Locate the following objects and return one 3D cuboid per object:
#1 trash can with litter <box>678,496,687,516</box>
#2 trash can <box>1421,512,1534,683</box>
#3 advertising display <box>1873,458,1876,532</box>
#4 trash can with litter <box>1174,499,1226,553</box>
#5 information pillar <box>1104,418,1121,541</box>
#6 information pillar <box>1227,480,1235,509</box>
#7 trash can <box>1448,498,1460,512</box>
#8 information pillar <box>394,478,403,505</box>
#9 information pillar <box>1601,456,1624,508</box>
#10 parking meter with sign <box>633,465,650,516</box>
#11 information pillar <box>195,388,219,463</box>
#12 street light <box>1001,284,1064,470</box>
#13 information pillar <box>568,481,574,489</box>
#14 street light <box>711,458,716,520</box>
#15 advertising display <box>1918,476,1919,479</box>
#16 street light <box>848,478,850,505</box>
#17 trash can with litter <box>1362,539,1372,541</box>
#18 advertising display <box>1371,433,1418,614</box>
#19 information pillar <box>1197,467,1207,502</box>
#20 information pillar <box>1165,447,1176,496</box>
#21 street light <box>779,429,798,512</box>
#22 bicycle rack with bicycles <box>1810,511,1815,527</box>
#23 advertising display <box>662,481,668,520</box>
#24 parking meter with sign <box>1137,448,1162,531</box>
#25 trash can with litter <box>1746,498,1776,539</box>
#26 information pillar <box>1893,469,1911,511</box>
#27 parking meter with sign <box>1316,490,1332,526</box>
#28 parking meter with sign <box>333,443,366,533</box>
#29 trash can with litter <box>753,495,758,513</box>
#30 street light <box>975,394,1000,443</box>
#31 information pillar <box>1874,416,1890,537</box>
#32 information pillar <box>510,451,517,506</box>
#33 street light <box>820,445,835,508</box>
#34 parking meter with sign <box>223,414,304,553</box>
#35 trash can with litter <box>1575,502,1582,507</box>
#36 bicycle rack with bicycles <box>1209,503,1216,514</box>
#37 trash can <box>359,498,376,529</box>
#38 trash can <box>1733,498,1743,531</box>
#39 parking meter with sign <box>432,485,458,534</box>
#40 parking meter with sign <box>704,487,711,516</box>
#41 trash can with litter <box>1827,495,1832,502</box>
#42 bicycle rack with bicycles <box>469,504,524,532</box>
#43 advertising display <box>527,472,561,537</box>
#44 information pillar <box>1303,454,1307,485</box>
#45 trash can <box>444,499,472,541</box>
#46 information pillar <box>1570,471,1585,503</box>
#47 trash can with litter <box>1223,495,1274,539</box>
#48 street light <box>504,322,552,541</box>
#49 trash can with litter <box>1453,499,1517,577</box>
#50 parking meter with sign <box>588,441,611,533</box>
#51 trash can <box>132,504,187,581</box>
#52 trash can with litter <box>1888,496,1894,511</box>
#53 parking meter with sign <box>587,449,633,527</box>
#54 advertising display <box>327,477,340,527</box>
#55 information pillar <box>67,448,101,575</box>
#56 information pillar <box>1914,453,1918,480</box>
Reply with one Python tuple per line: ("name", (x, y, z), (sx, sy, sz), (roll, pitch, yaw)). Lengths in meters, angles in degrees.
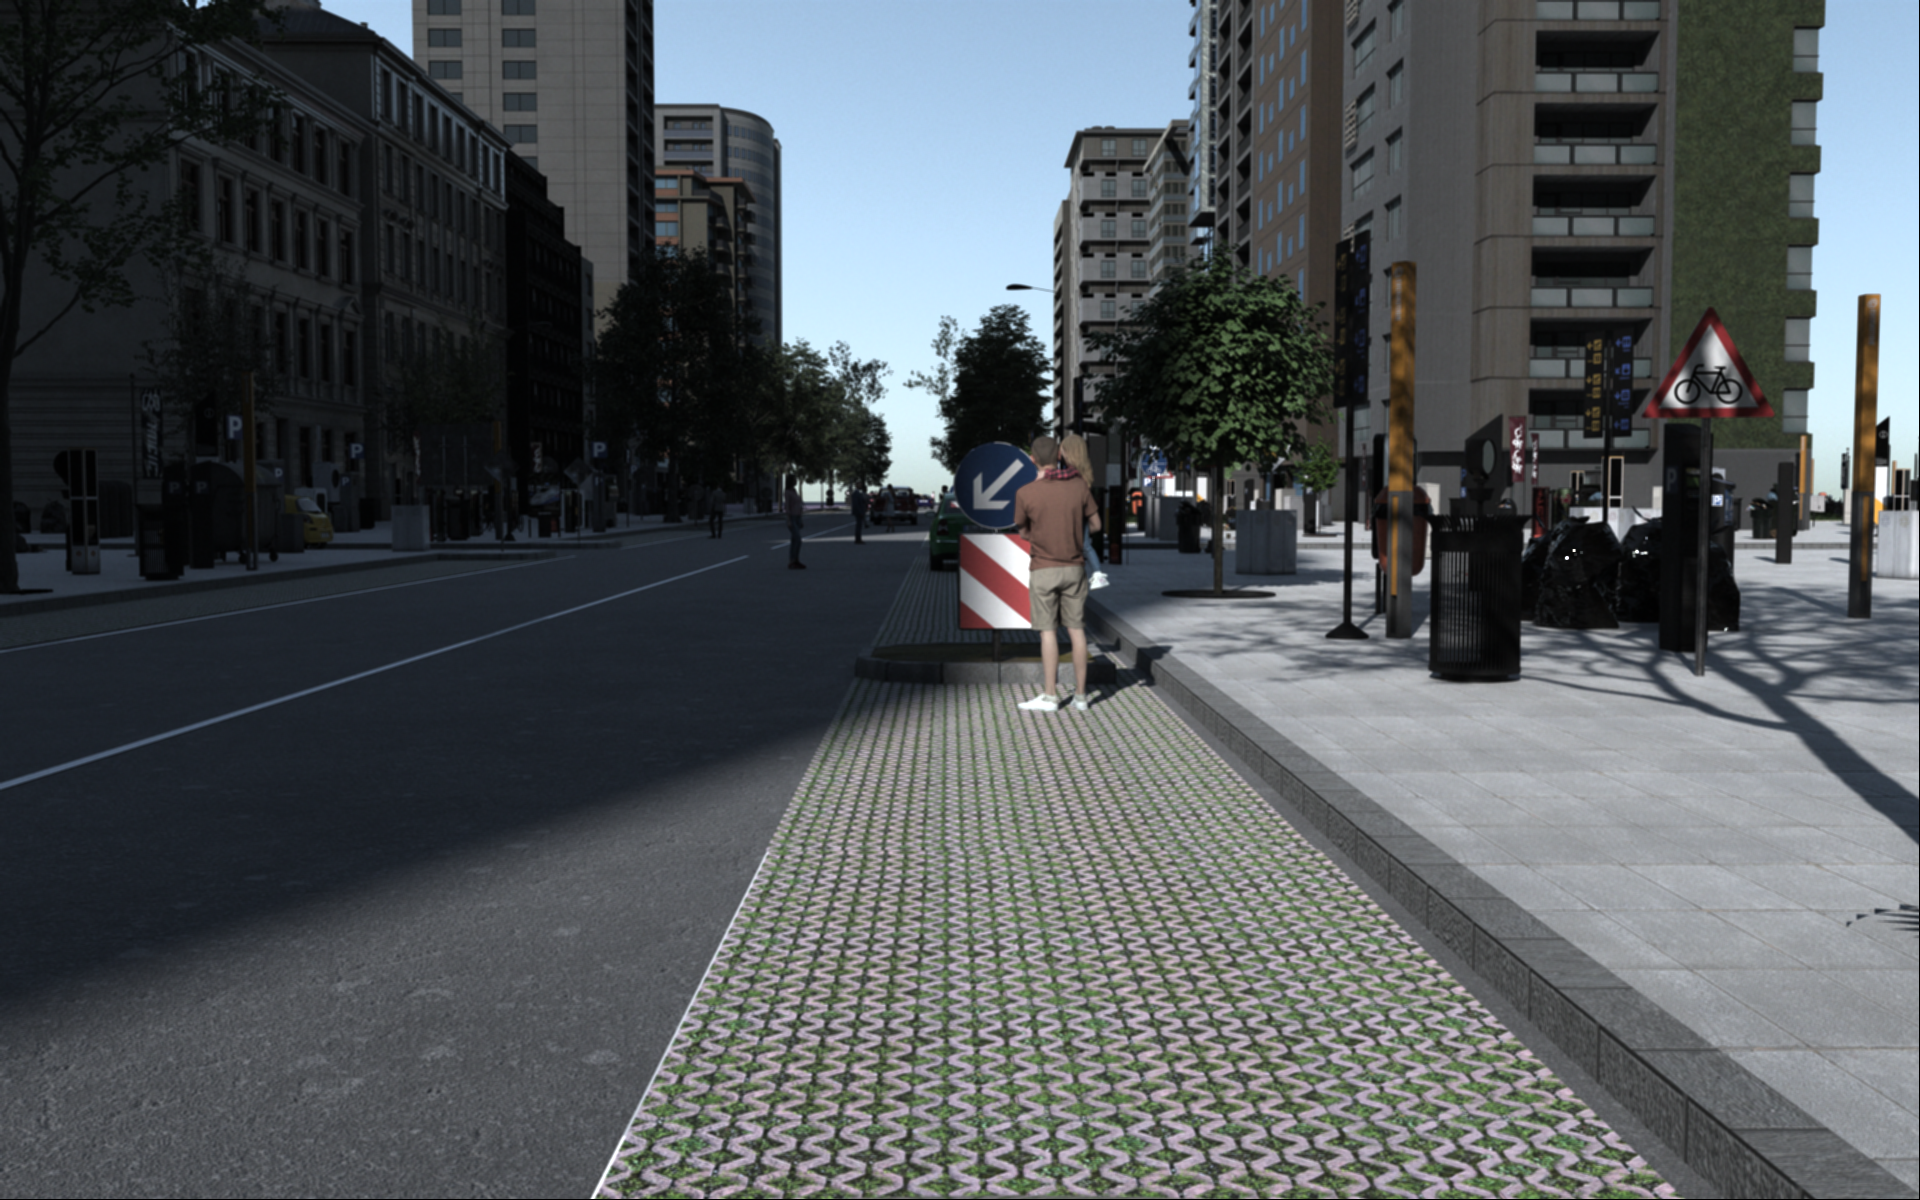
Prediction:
("trash can with litter", (-16.203, -5.423, 100.057), (0.624, 1.170, 1.055), (-2, 4, -31))
("trash can", (3.555, -0.018, 11.941), (0.748, 1.137, 0.748), (0, 3, 0))
("advertising display", (16.254, -1.576, 30.977), (0.123, 1.923, 0.974), (2, 4, 31))
("trash can with litter", (5.218, -1.611, 37.728), (1.055, 1.170, 0.624), (0, 4, -7))
("information pillar", (4.209, -3.442, 47.626), (0.504, 3.616, 0.183), (-3, 4, -38))
("information pillar", (14.248, -5.293, 91.033), (0.304, 2.012, 0.304), (-1, 4, -22))
("trash can", (17.297, -2.960, 60.046), (0.748, 1.137, 0.748), (0, 3, 0))
("information pillar", (-25.831, -4.599, 79.687), (0.304, 2.012, 0.304), (-1, 4, -10))
("information pillar", (12.779, -1.803, 33.964), (0.304, 2.012, 0.304), (0, 4, -6))
("parking meter with sign", (-19.094, -6.556, 103.445), (0.543, 3.016, 1.738), (-3, 4, -38))
("information pillar", (-16.620, -2.871, 38.296), (0.504, 3.616, 0.183), (0, 4, 2))
("street light", (1.724, -4.034, 38.504), (1.470, 5.913, 1.316), (0, 4, 0))
("information pillar", (-21.819, -5.669, 97.176), (0.304, 2.012, 0.304), (0, 4, -3))
("street light", (-11.946, -7.015, 87.239), (1.470, 5.913, 1.316), (0, 4, 0))
("advertising display", (33.754, -3.368, 60.276), (0.974, 1.923, 0.123), (-1, 4, -13))
("street light", (-12.710, -14.288, 206.143), (1.470, 5.913, 1.316), (0, 4, 0))
("trash can with litter", (12.319, -2.231, 47.534), (1.678, 1.210, 2.233), (-3, 5, -42))
("advertising display", (4.713, -0.830, 18.783), (0.123, 1.923, 0.974), (3, 4, 36))
("information pillar", (11.915, -5.738, 85.168), (0.504, 3.616, 0.183), (-1, 4, -10))
("information pillar", (9.506, -5.307, 78.122), (0.504, 3.616, 0.183), (2, 4, 25))
("street light", (-12.163, -9.193, 122.843), (1.470, 5.913, 1.316), (0, 4, 0))
("bicycle rack with bicycles", (32.759, -3.402, 69.010), (2.852, 0.926, 2.925), (1, 4, 16))
("advertising display", (-14.379, -4.896, 85.255), (0.123, 1.923, 0.974), (1, 4, 18))
("parking meter with sign", (6.687, -3.980, 61.340), (0.543, 3.016, 1.738), (1, 4, 19))
("trash can with litter", (23.035, -2.329, 49.467), (1.055, 1.170, 0.624), (-1, 4, -22))
("information pillar", (27.419, -2.810, 50.429), (0.304, 2.012, 0.304), (-2, 4, -25))
("parking meter with sign", (14.637, -4.522, 70.189), (0.543, 3.016, 1.738), (-1, 4, -9))
("parking meter with sign", (-20.562, -3.792, 58.253), (0.543, 3.016, 1.738), (0, 4, 2))
("trash can with litter", (-14.184, -6.587, 118.761), (1.678, 1.210, 2.233), (0, 4, -4))
("street light", (1.413, -6.617, 80.733), (1.470, 5.913, 1.316), (0, 4, 0))
("information pillar", (27.644, -3.714, 52.071), (0.504, 3.616, 0.183), (2, 4, 33))
("information pillar", (-22.336, -5.802, 86.219), (0.504, 3.616, 0.183), (-1, 4, -13))
("street light", (-12.459, -11.658, 163.147), (1.470, 5.913, 1.316), (0, 4, 0))
("parking meter with sign", (-15.199, -2.548, 37.928), (1.738, 3.016, 0.543), (1, 4, 18))
("trash can with litter", (17.373, -2.267, 48.455), (1.055, 1.170, 0.624), (0, 4, 3))
("bicycle rack with bicycles", (13.491, -5.151, 97.600), (2.925, 0.926, 2.852), (-1, 4, -9))
("trash can", (-21.644, -3.146, 63.088), (0.748, 1.137, 0.748), (0, 3, 0))
("trash can", (26.783, -2.966, 60.150), (0.748, 1.137, 0.748), (0, 3, 0))
("parking meter with sign", (-16.726, -3.653, 55.984), (0.543, 3.016, 1.738), (1, 4, 18))
("parking meter with sign", (-15.117, -6.585, 103.932), (0.543, 3.016, 1.738), (-1, 4, -22))
("trash can with litter", (55.252, -6.027, 109.603), (1.678, 1.210, 2.233), (3, 5, 43))
("bicycle rack with bicycles", (-16.210, -2.784, 58.906), (2.852, 0.926, 2.925), (-1, 4, -23))
("advertising display", (-12.298, -2.815, 51.247), (0.974, 1.923, 0.123), (-1, 4, -14))
("information pillar", (15.408, -5.259, 77.339), (0.183, 3.616, 0.504), (0, 4, -4))
("trash can", (-13.905, -2.223, 47.997), (0.748, 1.137, 0.748), (0, 3, 0))
("information pillar", (19.901, -3.142, 55.867), (0.304, 2.012, 0.304), (-2, 4, -27))
("trash can with litter", (8.381, -2.366, 49.736), (2.233, 1.210, 1.678), (1, 4, 19))
("street light", (-11.719, -4.550, 46.933), (1.470, 5.913, 1.316), (0, 4, 0))
("trash can with litter", (8.463, -0.973, 26.959), (1.678, 1.210, 2.233), (0, 4, -5))
("parking meter with sign", (-12.120, -3.788, 58.196), (0.543, 3.016, 1.738), (-1, 4, -13))
("trash can", (-11.919, -0.867, 25.835), (0.748, 1.137, 0.748), (0, 3, 0))
("trash can with litter", (58.179, -5.904, 107.914), (0.624, 1.170, 1.055), (-1, 4, -15))
("parking meter with sign", (-13.742, -4.347, 67.333), (1.738, 3.016, 0.543), (0, 4, 3))
("advertising display", (-23.762, -3.718, 66.001), (0.974, 1.923, 0.123), (1, 4, 16))
("information pillar", (-13.969, -1.415, 27.627), (0.304, 2.012, 0.304), (1, 4, 14))
("information pillar", (55.110, -6.638, 99.888), (0.183, 3.616, 0.504), (3, 4, 36))
